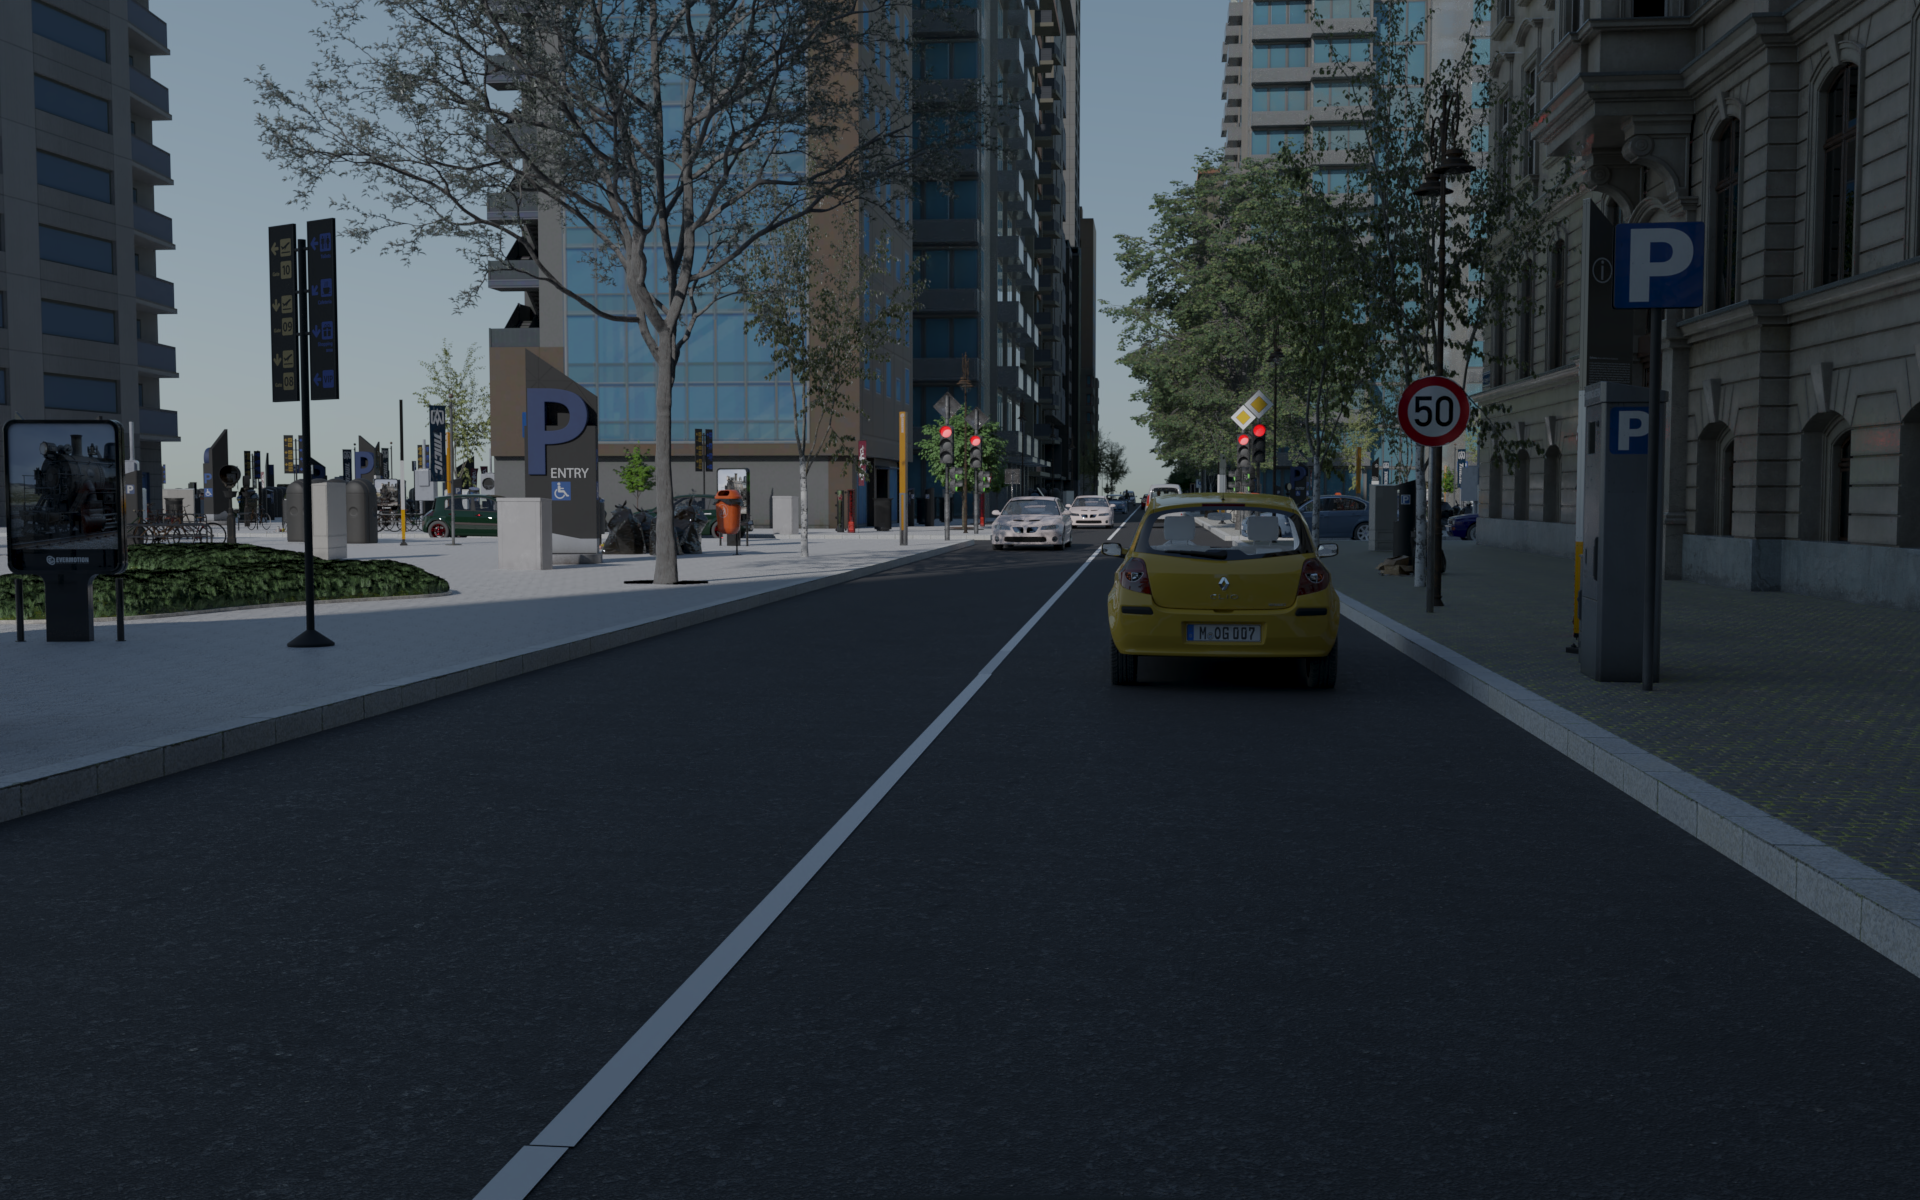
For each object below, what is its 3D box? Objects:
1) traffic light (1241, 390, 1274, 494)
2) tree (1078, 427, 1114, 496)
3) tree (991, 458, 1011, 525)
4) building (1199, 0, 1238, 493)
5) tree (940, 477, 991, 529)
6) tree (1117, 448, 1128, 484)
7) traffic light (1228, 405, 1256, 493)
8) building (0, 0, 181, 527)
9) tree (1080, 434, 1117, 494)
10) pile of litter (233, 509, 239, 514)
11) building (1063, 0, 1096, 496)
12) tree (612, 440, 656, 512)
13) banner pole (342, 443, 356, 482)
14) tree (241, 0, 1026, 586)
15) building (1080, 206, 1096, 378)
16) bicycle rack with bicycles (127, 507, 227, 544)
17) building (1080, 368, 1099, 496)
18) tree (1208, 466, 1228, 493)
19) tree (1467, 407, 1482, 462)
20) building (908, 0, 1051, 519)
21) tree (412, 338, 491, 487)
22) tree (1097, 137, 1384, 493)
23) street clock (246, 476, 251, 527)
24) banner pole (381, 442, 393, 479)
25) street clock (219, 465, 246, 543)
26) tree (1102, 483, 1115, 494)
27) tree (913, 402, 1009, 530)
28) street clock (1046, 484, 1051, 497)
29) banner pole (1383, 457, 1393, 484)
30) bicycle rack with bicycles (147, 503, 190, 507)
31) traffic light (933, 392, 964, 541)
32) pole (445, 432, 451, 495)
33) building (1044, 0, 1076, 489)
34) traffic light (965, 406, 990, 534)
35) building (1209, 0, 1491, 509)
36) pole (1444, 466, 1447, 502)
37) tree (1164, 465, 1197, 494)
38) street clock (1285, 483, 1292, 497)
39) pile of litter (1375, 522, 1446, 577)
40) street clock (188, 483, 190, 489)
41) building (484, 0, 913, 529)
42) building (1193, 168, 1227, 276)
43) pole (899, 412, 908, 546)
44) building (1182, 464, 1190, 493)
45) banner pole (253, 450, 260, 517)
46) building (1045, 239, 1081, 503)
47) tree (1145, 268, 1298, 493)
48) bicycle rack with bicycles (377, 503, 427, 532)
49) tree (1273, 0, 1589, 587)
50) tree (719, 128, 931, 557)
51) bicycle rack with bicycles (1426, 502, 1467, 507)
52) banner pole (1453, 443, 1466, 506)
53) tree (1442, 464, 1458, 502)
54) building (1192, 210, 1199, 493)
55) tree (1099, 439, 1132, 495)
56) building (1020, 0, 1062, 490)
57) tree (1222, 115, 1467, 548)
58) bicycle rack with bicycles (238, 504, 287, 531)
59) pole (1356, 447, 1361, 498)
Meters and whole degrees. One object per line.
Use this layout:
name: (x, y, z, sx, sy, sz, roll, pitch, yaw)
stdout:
traffic light: (8.028, -3.536, 46.727, 0.839, 4.253, 0.868, 0, 4, 6)
tree: (14.781, -14.598, 189.039, 4.360, 8.622, 3.978, 0, 3, 0)
tree: (1.005, -4.791, 72.934, 1.663, 3.219, 1.824, 0, 3, 0)
building: (37.465, -53.314, 184.359, 22.319, 86.520, 31.000, 0, 4, 6)
tree: (0.087, -4.284, 64.638, 1.663, 3.219, 1.824, 0, 3, 0)
tree: (23.932, -19.530, 269.673, 4.737, 8.622, 4.395, 0, 3, 0)
traffic light: (8.903, -4.021, 54.664, 0.839, 4.253, 0.868, 0, 4, 6)
building: (-50.763, -32.507, 73.490, 28.212, 58.520, 21.231, 0, 4, 6)
tree: (15.856, -15.665, 206.479, 4.737, 8.622, 4.395, 0, 3, 0)
pile of litter: (-47.244, -6.079, 113.358, 1.176, 0.858, 1.719, 0, 4, 1)
building: (7.433, -48.199, 226.299, 20.563, 71.187, 20.611, 0, 4, 6)
tree: (-11.401, -4.086, 61.413, 1.663, 3.219, 1.824, 0, 3, 0)
banner pole: (-29.900, -5.811, 85.023, 0.863, 3.779, 0.401, -3, 5, -41)
tree: (-4.243, -6.981, 24.517, 12.009, 13.543, 11.850, 0, 3, 0)
building: (14.278, -38.108, 273.181, 14.600, 45.320, 14.200, 0, 4, 6)
bicycle rack with bicycles: (-18.090, -1.573, 39.096, 2.925, 0.926, 2.852, -2, 4, -25)
building: (6.052, -24.962, 253.172, 27.650, 21.520, 28.899, 0, 4, 6)
tree: (19.140, -11.104, 131.917, 4.360, 8.622, 3.978, 0, 3, 0)
tree: (37.246, -10.486, 121.805, 4.737, 8.622, 4.395, 0, 3, 0)
building: (-6.999, -29.473, 101.484, 23.786, 49.044, 30.456, 0, 4, 6)
tree: (-23.757, -8.082, 82.510, 4.737, 8.622, 4.395, 0, 3, 0)
tree: (10.078, -9.483, 61.699, 9.857, 13.997, 8.962, 0, 3, 0)
street clock: (-28.042, -3.885, 68.087, 0.358, 2.002, 0.471, -2, 4, -31)
banner pole: (-27.269, -5.663, 82.599, 0.401, 3.779, 0.863, 2, 4, 29)
street clock: (-18.030, -2.340, 42.823, 0.471, 2.002, 0.358, 0, 4, -8)
tree: (21.640, -15.936, 255.147, 1.663, 3.219, 1.824, 0, 3, 0)
tree: (0.063, -4.778, 61.833, 4.285, 4.588, 4.351, 0, 3, 0)
street clock: (6.321, -7.268, 123.409, 0.358, 2.002, 0.471, 1, 4, 16)
banner pole: (28.509, -7.665, 115.336, 0.863, 3.779, 0.401, -1, 4, -10)
bicycle rack with bicycles: (-27.280, -2.794, 59.059, 2.852, 0.926, 2.925, 2, 4, 26)
traffic light: (-0.334, -3.591, 47.630, 0.839, 4.253, 0.868, 0, 4, 6)
pole: (-16.808, -3.869, 57.098, 0.158, 3.312, 0.155, 0, 3, 0)
building: (-3.274, -35.800, 174.573, 28.713, 52.752, 27.495, 0, 4, 6)
traffic light: (0.541, -4.076, 55.567, 0.839, 4.253, 0.868, 0, 4, 6)
building: (34.759, -32.742, 154.944, 23.786, 49.044, 30.456, 0, 4, 6)
pole: (34.765, -7.963, 124.032, 0.158, 3.312, 0.155, 0, 3, 0)
tree: (25.060, -12.910, 194.793, 4.285, 4.588, 4.351, 0, 3, 0)
street clock: (21.507, -6.668, 113.587, 0.358, 2.002, 0.471, 3, 5, 45)
pile of litter: (7.165, -0.839, 27.680, 1.719, 0.858, 1.176, -3, 5, -45)
street clock: (-51.441, -6.801, 115.759, 0.358, 2.002, 0.471, -2, 4, -26)
building: (-9.743, -25.669, 69.796, 14.600, 45.320, 14.200, 0, 4, 6)
building: (41.885, -35.056, 227.789, 22.147, 44.769, 28.867, 0, 4, 6)
pole: (-1.401, -3.009, 43.044, 0.158, 3.312, 0.155, 0, 3, 0)
building: (42.726, -31.091, 280.030, 14.160, 30.474, 14.107, 0, 4, 6)
banner pole: (-40.319, -6.680, 99.231, 0.863, 3.779, 0.401, 2, 4, 35)
building: (6.259, -25.909, 195.309, 14.160, 30.474, 14.107, 0, 4, 6)
tree: (12.752, -10.279, 86.192, 7.486, 12.596, 7.792, 0, 3, 0)
bicycle rack with bicycles: (-19.324, -2.796, 59.091, 2.925, 0.926, 2.852, 0, 4, 5)
tree: (6.340, -4.477, 23.556, 4.360, 8.622, 3.978, 0, 3, 0)
tree: (-2.990, -5.178, 35.023, 4.360, 8.622, 3.978, 0, 3, 0)
bicycle rack with bicycles: (21.575, -3.837, 76.117, 2.852, 0.926, 2.925, 2, 4, 28)
banner pole: (24.376, -5.790, 84.686, 0.401, 3.779, 0.863, -3, 4, -38)
tree: (31.037, -7.047, 109.811, 1.663, 3.219, 1.824, 0, 3, 0)
building: (40.413, -34.626, 249.735, 14.154, 41.232, 14.086, 0, 4, 6)
tree: (24.848, -21.606, 287.662, 8.767, 10.594, 7.601, 3, 5, 42)
building: (-2.917, -30.083, 146.479, 22.147, 44.769, 28.867, 0, 4, 6)
tree: (7.407, -5.154, 34.636, 4.737, 8.622, 4.395, 0, 3, 0)
bicycle rack with bicycles: (-24.360, -2.967, 61.894, 2.852, 0.926, 2.925, 0, 4, -1)
pole: (17.128, -4.932, 74.475, 0.158, 3.312, 0.155, 0, 3, 0)
